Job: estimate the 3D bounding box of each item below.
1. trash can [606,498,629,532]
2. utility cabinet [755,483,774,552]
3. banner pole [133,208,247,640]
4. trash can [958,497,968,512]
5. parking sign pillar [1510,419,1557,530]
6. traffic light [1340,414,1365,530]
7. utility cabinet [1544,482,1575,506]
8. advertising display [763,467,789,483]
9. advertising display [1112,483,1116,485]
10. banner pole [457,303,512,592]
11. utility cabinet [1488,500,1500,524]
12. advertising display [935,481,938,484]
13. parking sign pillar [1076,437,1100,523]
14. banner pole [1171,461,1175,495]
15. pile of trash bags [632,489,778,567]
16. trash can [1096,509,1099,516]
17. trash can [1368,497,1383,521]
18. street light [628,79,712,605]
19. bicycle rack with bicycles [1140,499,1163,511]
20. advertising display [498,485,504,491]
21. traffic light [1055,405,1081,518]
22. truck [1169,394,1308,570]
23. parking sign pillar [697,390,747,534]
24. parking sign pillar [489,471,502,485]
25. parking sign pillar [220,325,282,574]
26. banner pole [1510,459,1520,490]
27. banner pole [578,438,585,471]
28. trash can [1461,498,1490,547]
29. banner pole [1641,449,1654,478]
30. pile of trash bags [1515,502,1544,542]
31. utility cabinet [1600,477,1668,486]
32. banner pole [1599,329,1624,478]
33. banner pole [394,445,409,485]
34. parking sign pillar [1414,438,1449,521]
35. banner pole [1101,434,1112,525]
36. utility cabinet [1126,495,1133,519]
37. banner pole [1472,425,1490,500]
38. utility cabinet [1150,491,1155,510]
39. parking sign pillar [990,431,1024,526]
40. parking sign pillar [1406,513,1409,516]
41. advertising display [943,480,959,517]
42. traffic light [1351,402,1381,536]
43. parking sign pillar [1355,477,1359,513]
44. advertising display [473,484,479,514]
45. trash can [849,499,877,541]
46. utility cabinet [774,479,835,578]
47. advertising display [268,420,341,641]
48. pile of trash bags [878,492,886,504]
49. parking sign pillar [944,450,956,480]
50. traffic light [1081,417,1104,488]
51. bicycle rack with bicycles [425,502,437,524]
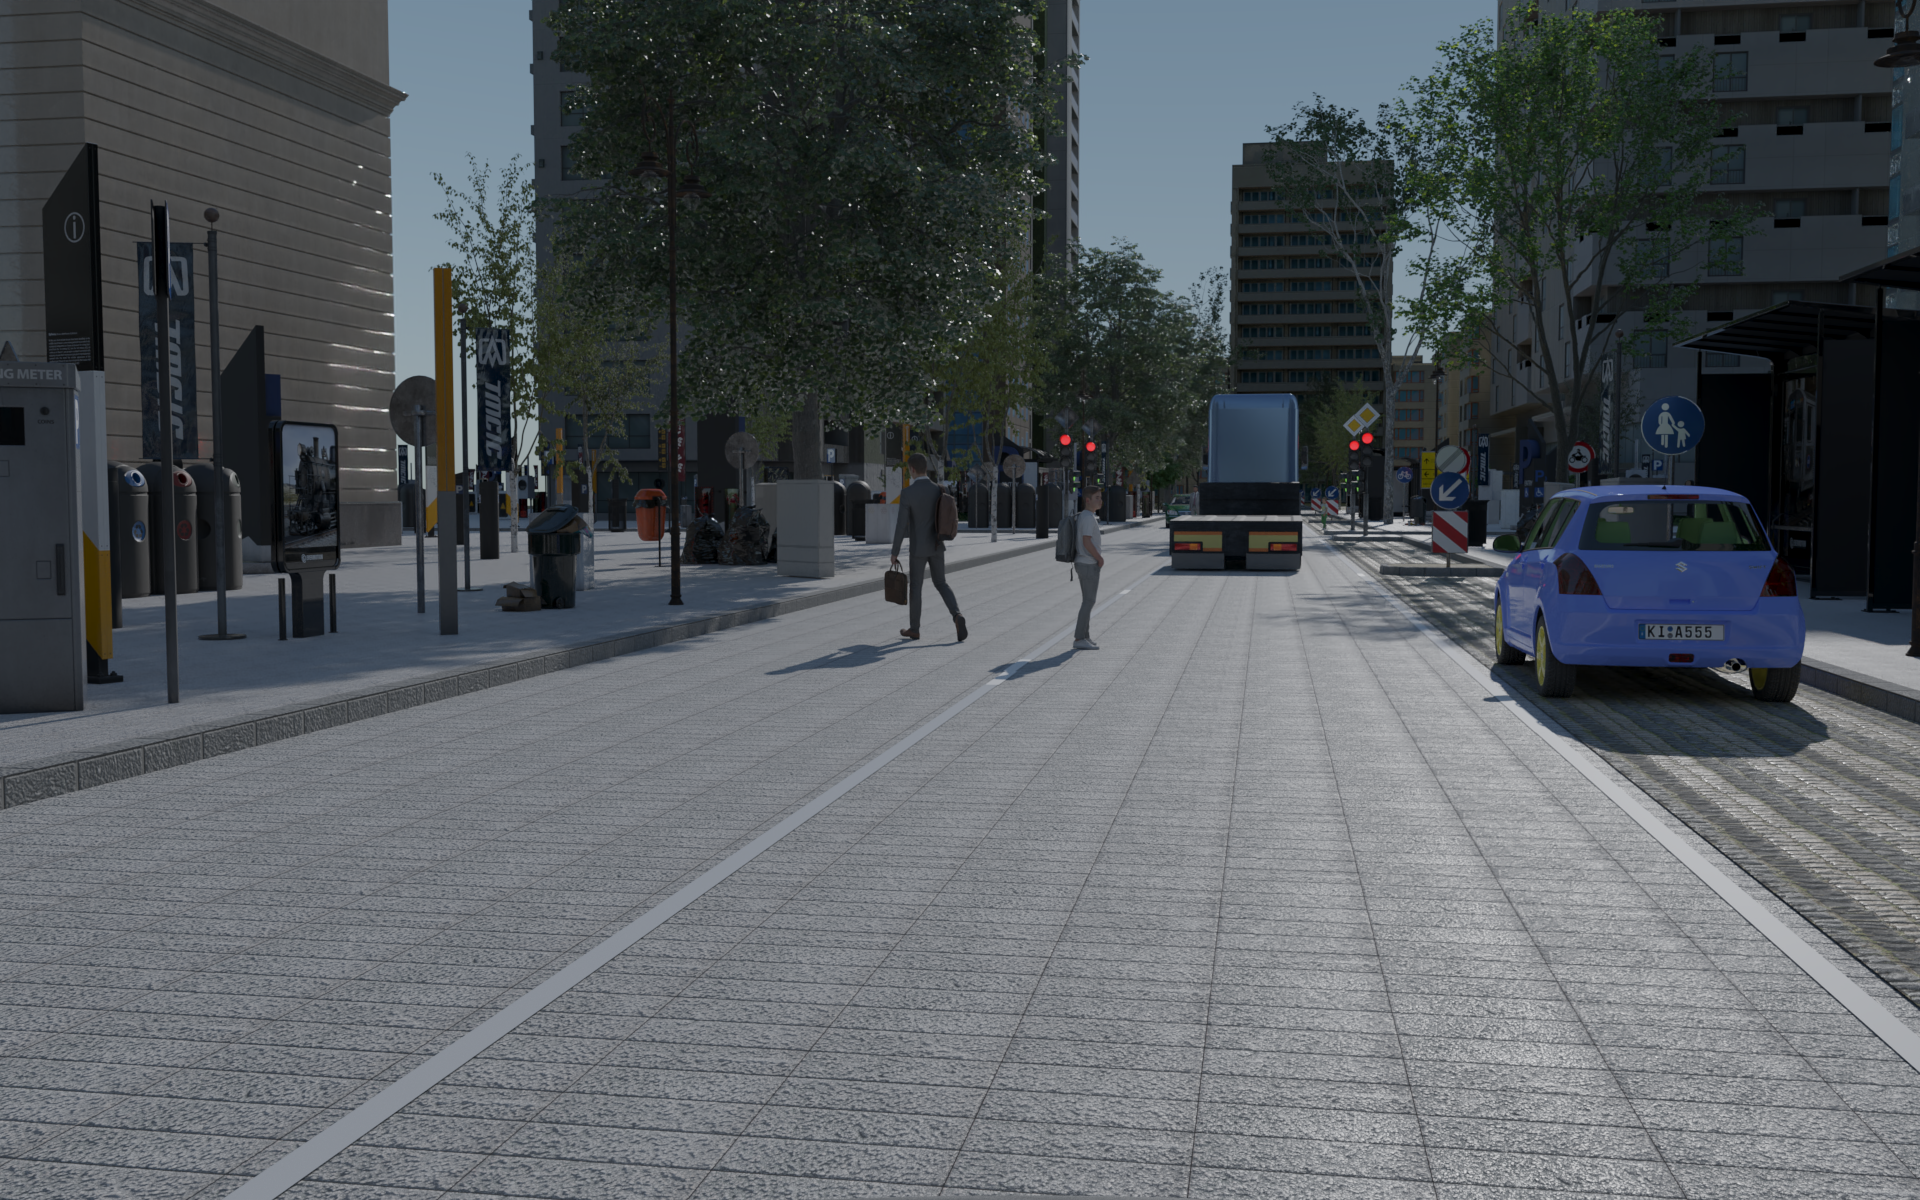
[{"bbox_3d":[-11.494,-2.841,58.103,0.748,1.137,0.748,0,3,0],"label":"trash can"},{"bbox_3d":[-3.460,-1.562,34.214,1.173,1.500,0.318,1,4,20],"label":"utility cabinet"},{"bbox_3d":[-6.772,-1.542,15.221,0.863,3.779,0.401,-1,4,-8],"label":"banner pole"},{"bbox_3d":[0.182,-4.695,88.421,0.748,1.137,0.748,0,3,0],"label":"trash can"},{"bbox_3d":[20.338,-4.469,61.537,1.447,3.967,1.447,0,4,-4],"label":"parking sign pillar"},{"bbox_3d":[13.846,-4.410,61.018,0.839,4.253,0.868,1,4,10],"label":"traffic light"},{"bbox_3d":[11.283,-1.463,32.597,0.318,1.500,1.173,2,4,32],"label":"utility cabinet"},{"bbox_3d":[-4.359,-2.200,41.190,0.123,1.923,0.974,2,4,26],"label":"advertising display"},{"bbox_3d":[8.917,-5.861,101.048,0.974,1.923,0.123,1,4,8],"label":"advertising display"},{"bbox_3d":[-6.336,-2.016,22.981,0.863,3.779,0.401,-2,4,-33],"label":"banner pole"},{"bbox_3d":[22.723,-3.855,74.188,1.020,1.237,0.306,-3,5,-43],"label":"utility cabinet"},{"bbox_3d":[-0.808,-5.109,88.753,0.974,1.923,0.123,-2,4,-31],"label":"advertising display"},{"bbox_3d":[5.549,-5.433,77.294,1.447,3.967,1.447,2,4,28],"label":"parking sign pillar"},{"bbox_3d":[16.157,-8.888,135.330,0.863,3.779,0.401,-2,4,-24],"label":"banner pole"},{"bbox_3d":[-4.425,-1.335,31.576,3.447,1.369,1.912,-3,5,-43],"label":"pile of trash bags"},{"bbox_3d":[8.112,-5.392,99.810,0.748,1.137,0.748,0,3,0],"label":"trash can"},{"bbox_3d":[21.956,-4.873,91.319,0.748,1.137,0.748,0,3,0],"label":"trash can"},{"bbox_3d":[-3.290,-2.880,19.881,0.468,5.910,1.993,1,4,10],"label":"street light"},{"bbox_3d":[14.087,-6.899,126.175,2.852,0.926,2.925,2,4,29],"label":"bicycle rack with bicycles"},{"bbox_3d":[-32.838,-7.195,122.845,0.974,1.923,0.123,1,4,12],"label":"advertising display"},{"bbox_3d":[3.380,-4.026,54.739,0.839,4.253,0.868,1,4,10],"label":"traffic light"},{"bbox_3d":[6.808,-3.132,40.966,2.967,4.110,18.799,1,4,11],"label":"truck"},{"bbox_3d":[-5.970,-3.360,43.406,1.447,3.967,1.447,2,4,35],"label":"parking sign pillar"},{"bbox_3d":[-34.177,-8.466,126.893,1.447,3.967,1.447,2,4,34],"label":"parking sign pillar"},{"bbox_3d":[-11.593,-2.432,28.239,1.447,3.967,1.447,3,4,38],"label":"parking sign pillar"},{"bbox_3d":[39.404,-8.148,123.244,0.863,3.779,0.401,1,4,20],"label":"banner pole"},{"bbox_3d":[-16.721,-5.295,76.594,0.401,3.779,0.863,1,4,12],"label":"banner pole"},{"bbox_3d":[12.610,-1.886,42.482,0.748,1.137,0.748,0,3,0],"label":"trash can"},{"bbox_3d":[37.970,-6.453,95.529,0.401,3.779,0.863,-3,5,-45],"label":"banner pole"},{"bbox_3d":[16.591,-2.276,46.966,3.447,1.369,1.912,-3,5,-42],"label":"pile of trash bags"},{"bbox_3d":[9.166,-0.910,23.558,1.173,1.500,0.318,-2,4,-35],"label":"utility cabinet"},{"bbox_3d":[10.010,-2.241,26.660,0.401,3.779,0.863,0,4,-3],"label":"banner pole"},{"bbox_3d":[-24.911,-5.322,77.039,0.863,3.779,0.401,0,4,6],"label":"banner pole"},{"bbox_3d":[22.962,-5.809,83.445,1.447,3.967,1.447,3,5,40],"label":"parking sign pillar"},{"bbox_3d":[6.045,-5.014,71.988,0.401,3.779,0.863,2,4,31],"label":"banner pole"},{"bbox_3d":[8.353,-4.737,88.609,1.020,1.237,0.306,3,5,42],"label":"utility cabinet"},{"bbox_3d":[18.781,-4.443,62.658,0.863,3.779,0.401,-1,4,-19],"label":"banner pole"},{"bbox_3d":[14.890,-7.697,134.528,0.318,1.500,1.173,1,4,12],"label":"utility cabinet"},{"bbox_3d":[1.904,-4.983,69.947,1.447,3.967,1.447,1,4,12],"label":"parking sign pillar"},{"bbox_3d":[26.532,-6.825,100.055,1.447,3.967,1.447,2,4,30],"label":"parking sign pillar"},{"bbox_3d":[-0.419,-4.465,78.219,0.123,1.923,0.974,-3,5,-45],"label":"advertising display"},{"bbox_3d":[12.453,-3.929,53.154,0.839,4.253,0.868,1,4,10],"label":"traffic light"},{"bbox_3d":[27.640,-8.061,120.266,1.447,3.967,1.447,1,4,22],"label":"parking sign pillar"},{"bbox_3d":[-31.831,-6.668,114.241,0.123,1.923,0.974,1,4,15],"label":"advertising display"},{"bbox_3d":[-2.658,-2.188,47.426,0.748,1.137,0.748,0,3,0],"label":"trash can"},{"bbox_3d":[-2.371,-1.098,26.636,0.318,1.500,1.173,-3,4,-38],"label":"utility cabinet"},{"bbox_3d":[-5.872,-0.632,15.555,0.123,1.923,0.974,1,4,9],"label":"advertising display"},{"bbox_3d":[-2.272,-3.641,69.281,1.912,1.369,3.447,-2,4,-34],"label":"pile of trash bags"},{"bbox_3d":[-0.574,-6.874,100.855,1.447,3.967,1.447,1,4,12],"label":"parking sign pillar"},{"bbox_3d":[4.772,-4.507,62.602,0.839,4.253,0.868,1,4,10],"label":"traffic light"},{"bbox_3d":[-23.118,-3.742,74.568,2.852,0.926,2.925,0,4,3],"label":"bicycle rack with bicycles"}]
